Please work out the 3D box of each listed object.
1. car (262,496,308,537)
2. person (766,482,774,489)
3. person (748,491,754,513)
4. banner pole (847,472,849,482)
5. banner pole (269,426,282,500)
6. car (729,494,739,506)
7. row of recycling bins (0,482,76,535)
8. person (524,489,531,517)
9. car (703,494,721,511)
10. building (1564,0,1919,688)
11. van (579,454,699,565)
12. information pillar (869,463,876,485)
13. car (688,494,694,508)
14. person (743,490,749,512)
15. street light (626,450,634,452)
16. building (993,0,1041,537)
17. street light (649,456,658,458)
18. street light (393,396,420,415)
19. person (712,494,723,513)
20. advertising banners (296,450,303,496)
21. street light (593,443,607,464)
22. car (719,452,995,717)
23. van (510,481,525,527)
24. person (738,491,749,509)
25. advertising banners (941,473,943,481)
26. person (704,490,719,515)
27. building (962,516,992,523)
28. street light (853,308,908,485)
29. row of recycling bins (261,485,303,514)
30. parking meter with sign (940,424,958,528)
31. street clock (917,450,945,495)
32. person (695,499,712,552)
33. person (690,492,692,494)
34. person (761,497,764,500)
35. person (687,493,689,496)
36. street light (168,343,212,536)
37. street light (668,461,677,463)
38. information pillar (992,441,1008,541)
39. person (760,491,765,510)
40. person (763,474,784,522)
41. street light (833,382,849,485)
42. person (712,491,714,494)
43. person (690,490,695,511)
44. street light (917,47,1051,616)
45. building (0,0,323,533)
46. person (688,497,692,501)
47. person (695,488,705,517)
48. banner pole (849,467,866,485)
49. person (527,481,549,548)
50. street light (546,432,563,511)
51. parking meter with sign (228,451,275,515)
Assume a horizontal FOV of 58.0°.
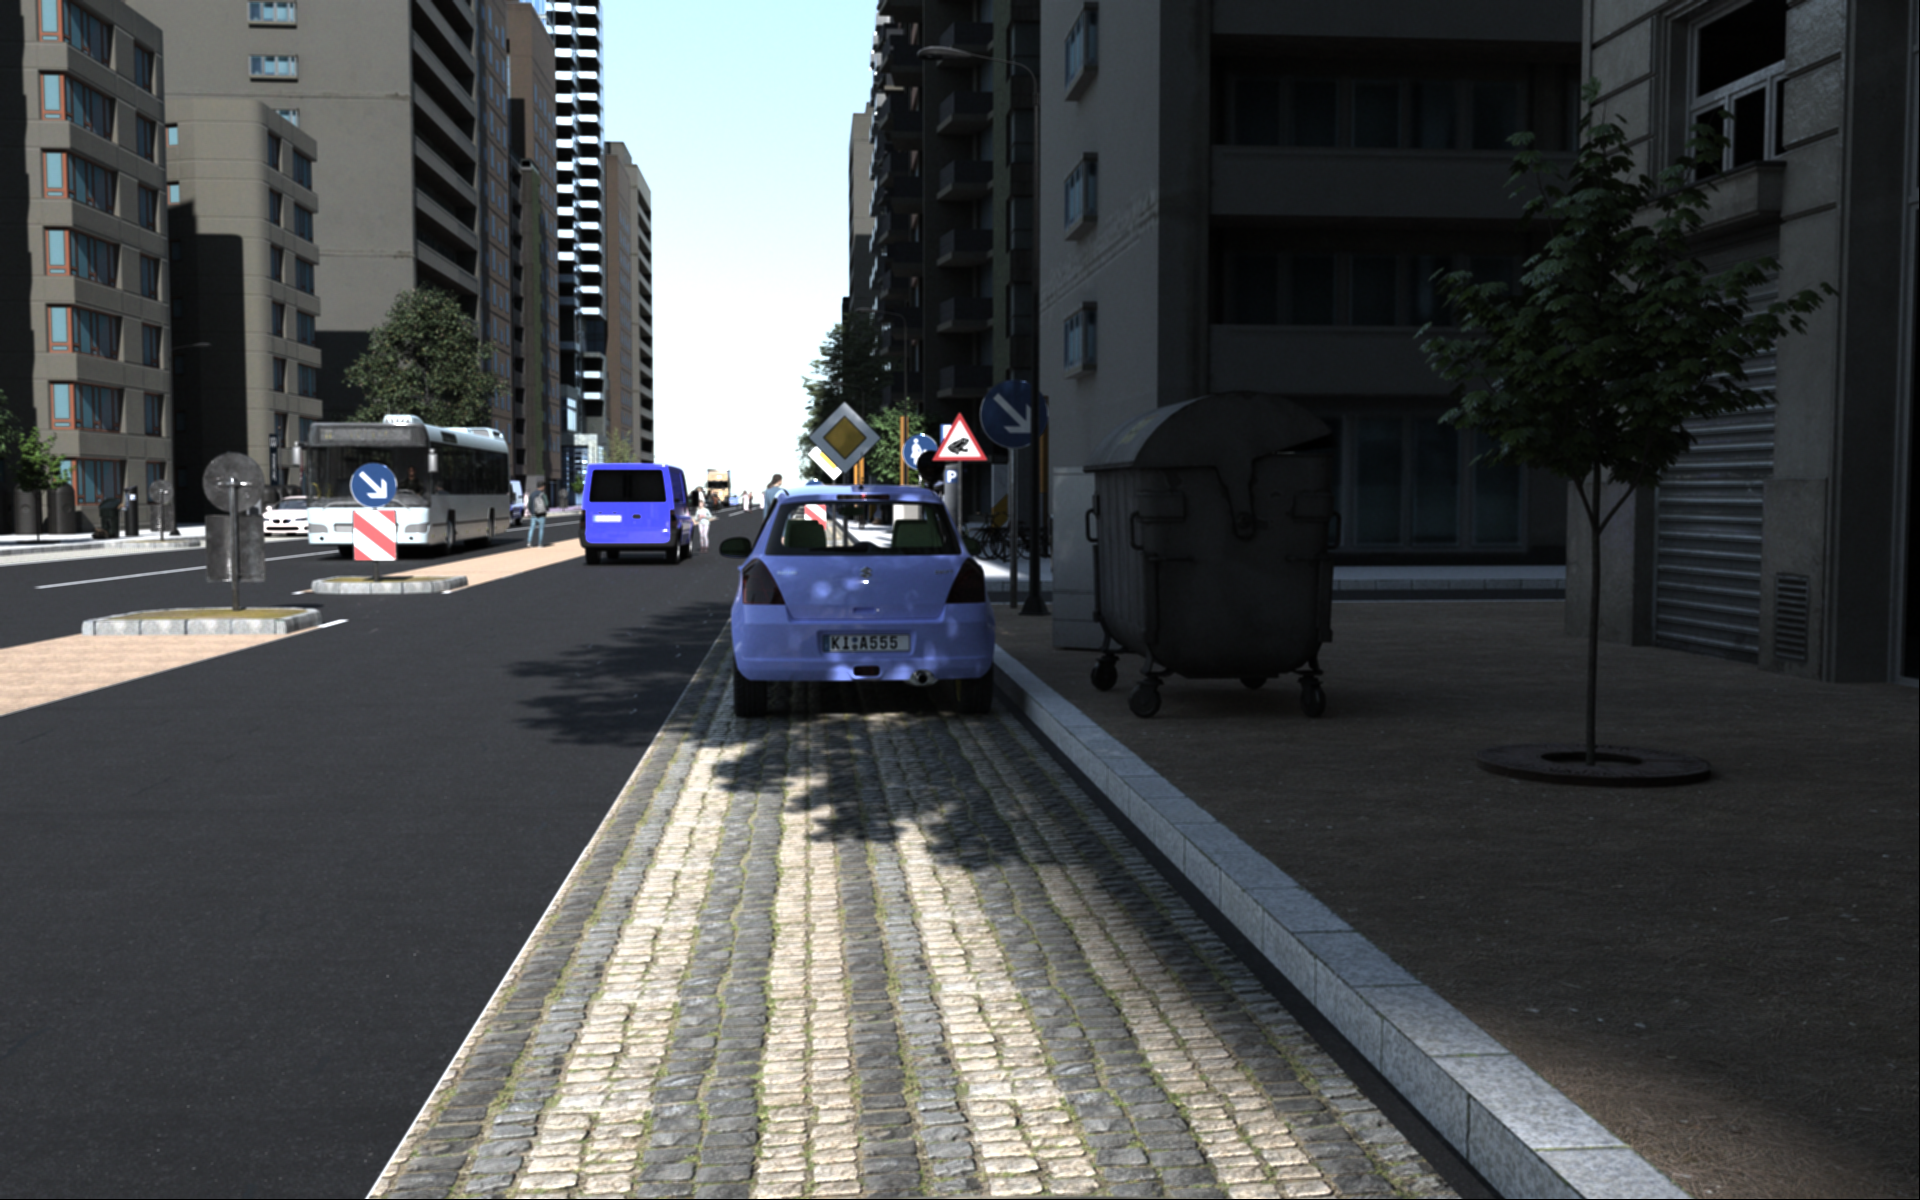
[{"bbox_3d":[-22.526,-2.873,59.341,2.083,1.381,4.827,0,4,-5],"label":"car"},{"bbox_3d":[-4.624,-2.031,42.462,0.466,1.731,0.760,1,4,20],"label":"person"},{"bbox_3d":[-15.825,-7.425,131.360,0.415,1.643,0.593,-2,4,-35],"label":"person"},{"bbox_3d":[-5.708,-6.154,90.627,0.863,3.779,0.401,-1,4,-18],"label":"banner pole"},{"bbox_3d":[-25.116,-4.505,63.676,0.401,3.779,0.863,1,4,13],"label":"banner pole"},{"bbox_3d":[-27.807,-12.298,210.661,1.945,1.707,3.694,0,4,-7],"label":"car"},{"bbox_3d":[-29.866,-2.909,54.672,3.534,1.692,1.069,-1,4,-18],"label":"row of recycling bins"},{"bbox_3d":[-26.349,-5.897,105.590,0.621,1.740,0.551,-2,4,-30],"label":"person"},{"bbox_3d":[-21.777,-8.620,150.727,2.009,1.686,4.222,0,4,-4],"label":"car"},{"bbox_3d":[14.021,-10.298,1.659,16.112,22.955,30.059,0,4,-5],"label":"building"},{"bbox_3d":[-6.779,-1.982,36.787,2.240,2.365,5.245,0,4,-5],"label":"van"},{"bbox_3d":[-3.920,-5.278,77.654,0.183,3.616,0.504,2,4,30],"label":"information pillar"},{"bbox_3d":[-24.560,-9.093,160.465,2.131,1.459,4.920,0,4,-6],"label":"car"},{"bbox_3d":[-17.508,-8.091,141.463,0.551,1.740,0.621,1,4,12],"label":"person"},{"bbox_3d":[-35.194,-12.927,183.903,1.470,5.913,1.316,0,4,-5],"label":"street light"},{"bbox_3d":[7.869,-17.510,57.991,14.160,30.474,14.107,0,4,-5],"label":"building"},{"bbox_3d":[-37.755,-14.682,212.595,1.470,5.913,1.316,0,4,-5],"label":"street light"},{"bbox_3d":[-26.184,-6.688,81.896,1.470,5.913,1.316,0,4,-5],"label":"street light"},{"bbox_3d":[-18.734,-7.401,132.769,1.065,1.426,0.557,1,4,11],"label":"person"},{"bbox_3d":[-25.261,-4.284,66.224,0.090,3.025,2.074,-2,4,-26],"label":"advertising banners"},{"bbox_3d":[-32.957,-11.365,158.356,1.470,5.913,1.316,0,4,-5],"label":"street light"},{"bbox_3d":[-0.764,-0.175,12.454,1.945,1.707,3.694,0,4,-6],"label":"car"},{"bbox_3d":[-20.496,-4.399,76.301,2.240,2.365,5.245,0,4,-7],"label":"van"},{"bbox_3d":[-20.132,-9.329,161.547,1.217,1.766,0.721,0,4,-3],"label":"person"},{"bbox_3d":[-0.600,-3.321,50.485,0.090,3.025,2.074,0,4,6],"label":"advertising banners"},{"bbox_3d":[-16.787,-6.551,116.336,1.217,1.735,0.721,1,4,14],"label":"person"},{"bbox_3d":[7.201,-26.498,87.864,22.147,44.769,28.867,0,4,-5],"label":"building"},{"bbox_3d":[-1.904,-4.336,43.434,1.470,5.913,1.316,0,4,-5],"label":"street light"},{"bbox_3d":[-29.849,-4.223,76.162,1.069,1.692,3.534,0,4,2],"label":"row of recycling bins"},{"bbox_3d":[-0.221,-2.823,42.416,0.543,3.016,1.738,0,3,0],"label":"parking meter with sign"},{"bbox_3d":[-0.483,-1.484,28.836,0.471,2.002,0.358,0,4,-2],"label":"street clock"},{"bbox_3d":[-6.314,-1.827,42.649,0.425,1.301,0.394,0,4,-6],"label":"person"},{"bbox_3d":[-34.251,-12.963,220.967,0.721,1.766,1.217,1,4,21],"label":"person"},{"bbox_3d":[-14.897,-7.664,134.491,1.217,1.739,0.721,-2,4,-26],"label":"person"},{"bbox_3d":[-12.154,-4.125,76.532,0.643,1.750,0.593,-3,5,-45],"label":"person"},{"bbox_3d":[-23.708,-4.943,53.353,1.470,5.913,1.316,0,4,-5],"label":"street light"},{"bbox_3d":[-40.286,-16.500,242.309,1.470,5.913,1.316,0,4,-5],"label":"street light"},{"bbox_3d":[1.089,-3.459,47.912,0.504,3.616,0.183,-2,4,-29],"label":"information pillar"},{"bbox_3d":[-18.167,-9.207,159.704,0.551,1.740,0.621,-3,5,-40],"label":"person"},{"bbox_3d":[-3.548,-1.523,33.431,0.581,1.822,0.654,1,4,13],"label":"person"},{"bbox_3d":[-4.574,-6.094,72.173,1.470,5.913,1.316,0,4,-5],"label":"street light"},{"bbox_3d":[-25.107,-10.235,176.399,0.434,1.755,0.990,-1,4,-23],"label":"person"},{"bbox_3d":[-22.851,-8.489,147.749,0.568,1.767,0.683,1,4,13],"label":"person"},{"bbox_3d":[0.255,-2.793,18.210,1.470,5.913,1.316,0,4,-5],"label":"street light"},{"bbox_3d":[-43.965,-13.733,69.568,27.650,21.520,28.899,0,4,-5],"label":"building"},{"bbox_3d":[-21.609,-7.779,135.714,0.705,1.821,1.348,3,5,42],"label":"person"},{"bbox_3d":[-14.537,-5.373,96.568,0.478,1.798,0.641,3,4,38],"label":"person"},{"bbox_3d":[-5.093,-6.023,88.490,0.863,3.779,0.401,0,4,2],"label":"banner pole"},{"bbox_3d":[-11.204,-2.273,46.018,0.623,1.781,0.721,0,4,1],"label":"person"},{"bbox_3d":[-30.366,-9.607,129.621,1.470,5.913,1.316,0,4,-5],"label":"street light"},{"bbox_3d":[-28.828,-4.543,70.537,1.738,3.016,0.543,-2,4,-28],"label":"parking meter with sign"}]
